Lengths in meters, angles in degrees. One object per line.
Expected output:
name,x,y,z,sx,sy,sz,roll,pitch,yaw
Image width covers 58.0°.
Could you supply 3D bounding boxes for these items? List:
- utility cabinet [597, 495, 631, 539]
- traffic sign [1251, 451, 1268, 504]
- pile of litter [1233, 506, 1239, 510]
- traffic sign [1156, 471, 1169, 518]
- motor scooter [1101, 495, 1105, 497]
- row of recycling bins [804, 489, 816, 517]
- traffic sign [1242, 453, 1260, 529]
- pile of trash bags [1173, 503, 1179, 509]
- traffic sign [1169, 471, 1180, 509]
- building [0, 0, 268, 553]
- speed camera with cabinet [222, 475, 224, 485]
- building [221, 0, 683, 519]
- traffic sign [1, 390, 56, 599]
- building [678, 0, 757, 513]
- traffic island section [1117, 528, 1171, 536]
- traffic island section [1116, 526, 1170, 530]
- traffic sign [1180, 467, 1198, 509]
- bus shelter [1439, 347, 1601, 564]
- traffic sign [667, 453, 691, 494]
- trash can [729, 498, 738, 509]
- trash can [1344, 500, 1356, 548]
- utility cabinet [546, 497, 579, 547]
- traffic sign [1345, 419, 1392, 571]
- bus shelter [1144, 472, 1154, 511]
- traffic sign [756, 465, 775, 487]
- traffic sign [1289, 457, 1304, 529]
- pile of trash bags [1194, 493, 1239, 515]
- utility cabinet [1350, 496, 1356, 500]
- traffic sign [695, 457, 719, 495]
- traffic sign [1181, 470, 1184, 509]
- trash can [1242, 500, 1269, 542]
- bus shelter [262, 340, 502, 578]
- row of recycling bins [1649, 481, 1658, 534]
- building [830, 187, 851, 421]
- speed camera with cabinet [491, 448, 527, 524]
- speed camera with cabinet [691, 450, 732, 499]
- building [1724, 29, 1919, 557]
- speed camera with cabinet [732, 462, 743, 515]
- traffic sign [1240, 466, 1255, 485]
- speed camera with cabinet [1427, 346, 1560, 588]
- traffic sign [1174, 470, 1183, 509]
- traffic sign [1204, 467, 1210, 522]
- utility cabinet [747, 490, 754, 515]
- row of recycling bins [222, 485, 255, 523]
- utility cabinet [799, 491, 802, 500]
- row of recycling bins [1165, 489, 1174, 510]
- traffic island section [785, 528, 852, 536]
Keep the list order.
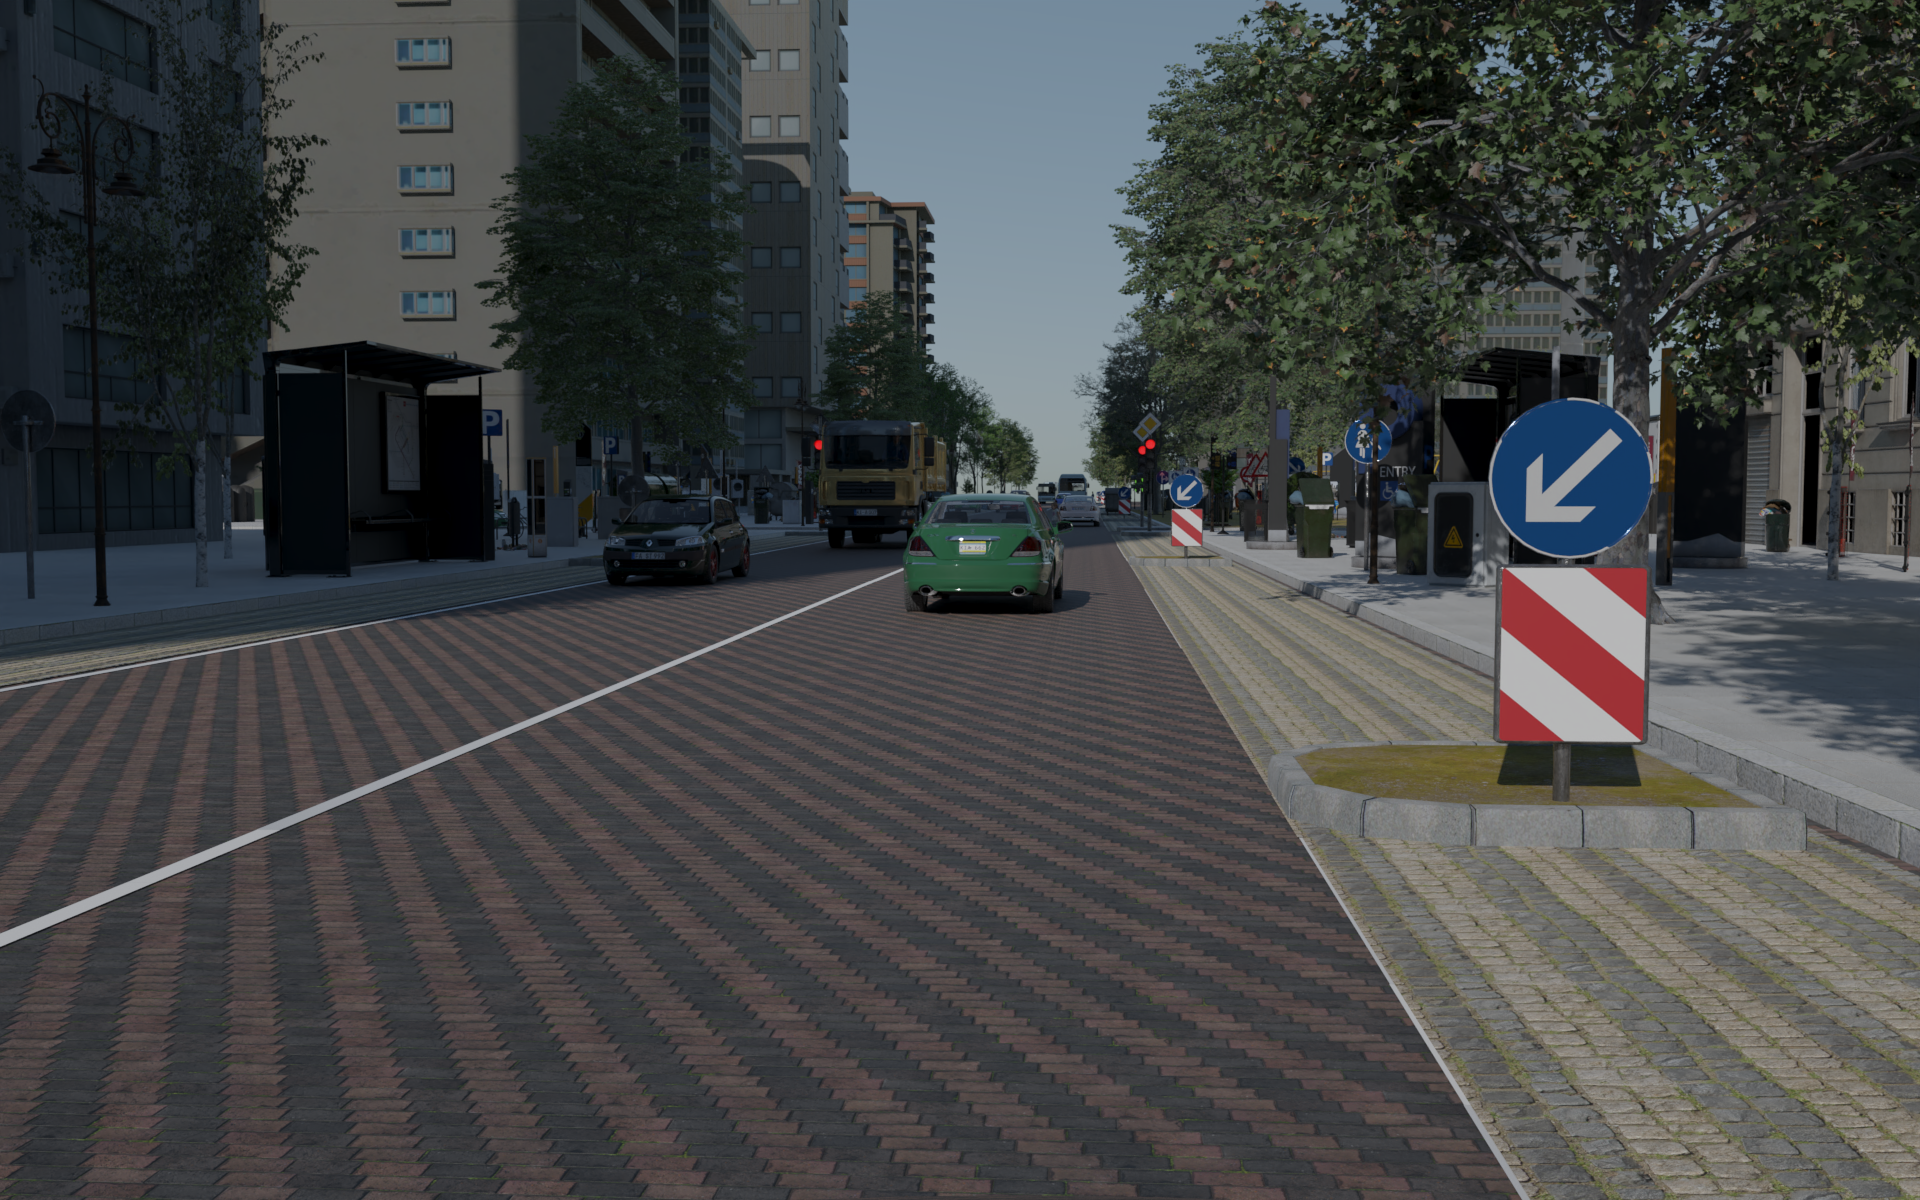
utility cabinet,-9.758,-2.325,49.182,1.020,1.237,0.306,1,4,12
traffic sign,9.326,-3.238,52.941,0.884,2.594,0.081,0,4,5
pile of litter,21.845,-7.527,137.034,1.176,0.858,1.719,0,4,8
traffic sign,11.041,-5.750,94.122,0.768,2.556,0.104,0,4,7
motor scooter,21.838,-15.361,263.923,0.815,1.314,1.986,0,4,3
row of recycling bins,-7.189,-5.557,97.975,3.534,1.692,1.069,1,4,11
traffic sign,9.312,-3.336,54.550,0.884,2.594,0.081,0,4,8
pile of trash bags,18.197,-7.594,133.921,3.447,1.369,1.912,-2,4,-31
traffic sign,9.476,-4.530,76.199,0.606,2.300,0.079,1,4,8
building,-26.305,-16.635,43.681,14.107,30.474,14.160,0,4,4
speed camera with cabinet,-35.902,-5.466,83.705,0.660,3.252,2.038,-1,4,-21
building,-28.169,-28.755,93.853,21.300,48.544,21.600,0,4,4
traffic sign,-11.383,-1.287,21.151,0.768,2.556,0.104,1,4,12
building,-28.943,-26.489,124.983,32.217,40.220,23.993,0,4,4
traffic island section,6.539,-2.280,59.565,2.009,0.180,2.903,0,4,4
traffic island section,7.117,-2.767,67.529,2.009,0.180,2.903,0,4,4
traffic sign,8.852,-3.934,66.453,0.606,2.300,0.079,1,4,13
bus shelter,9.620,-2.412,30.719,1.731,3.624,6.357,0,4,4
traffic sign,-8.436,-3.167,51.892,0.768,2.556,0.104,1,4,12
trash can,-7.702,-2.781,57.117,0.748,1.137,0.748,0,3,0
trash can,9.488,-1.804,41.142,0.748,1.137,0.748,0,3,0
utility cabinet,-9.836,-1.901,42.246,1.020,1.237,0.306,1,4,13
traffic sign,6.806,-1.764,28.944,0.768,2.556,0.104,1,4,9
bus shelter,14.752,-8.833,135.709,1.731,3.624,6.357,0,4,4
traffic sign,-8.701,-4.736,77.435,0.884,2.594,0.081,1,4,8
traffic sign,11.429,-3.621,59.308,0.768,2.556,0.104,1,4,10
pile of trash bags,15.804,-5.931,106.726,3.447,1.369,1.912,0,4,-6
utility cabinet,31.619,-7.869,139.822,1.020,1.237,0.306,2,4,35
traffic sign,-8.731,-3.654,59.753,0.884,2.594,0.081,1,4,13
traffic sign,11.813,-5.607,91.776,0.768,2.556,0.104,1,4,11
trash can,7.561,-1.993,44.235,0.748,1.137,0.748,0,3,0
bus shelter,-9.694,-2.347,29.659,1.731,3.624,6.357,0,4,4
row of recycling bins,21.252,-3.000,56.166,3.534,1.692,1.069,1,4,22
building,-25.415,-30.209,185.800,32.217,40.220,23.993,0,4,4
speed camera with cabinet,-19.775,-4.942,75.136,2.038,3.252,0.660,-3,5,-40
speed camera with cabinet,-11.438,-5.106,77.813,2.038,3.252,0.660,0,4,6
building,26.482,-12.090,30.963,16.112,22.955,30.059,0,4,4
speed camera with cabinet,-14.499,-6.914,107.387,2.038,3.252,0.660,-1,4,-18
traffic sign,13.002,-4.776,78.186,0.768,2.556,0.104,0,4,8
speed camera with cabinet,7.399,-1.794,23.670,0.660,3.252,2.038,-3,4,-38
traffic sign,11.398,-5.550,90.841,0.768,2.556,0.104,0,4,7
traffic sign,11.612,-4.935,80.801,0.768,2.556,0.104,1,4,13
utility cabinet,-11.979,-5.741,102.549,1.173,1.500,0.318,0,4,6
row of recycling bins,-33.244,-4.383,78.768,1.069,1.692,3.534,1,4,10
utility cabinet,-11.623,-7.250,127.213,0.318,1.500,1.173,0,4,-4
row of recycling bins,16.618,-8.005,138.002,1.069,1.692,3.534,1,4,9
traffic island section,-4.872,-2.331,60.396,2.009,0.180,2.903,0,4,4
